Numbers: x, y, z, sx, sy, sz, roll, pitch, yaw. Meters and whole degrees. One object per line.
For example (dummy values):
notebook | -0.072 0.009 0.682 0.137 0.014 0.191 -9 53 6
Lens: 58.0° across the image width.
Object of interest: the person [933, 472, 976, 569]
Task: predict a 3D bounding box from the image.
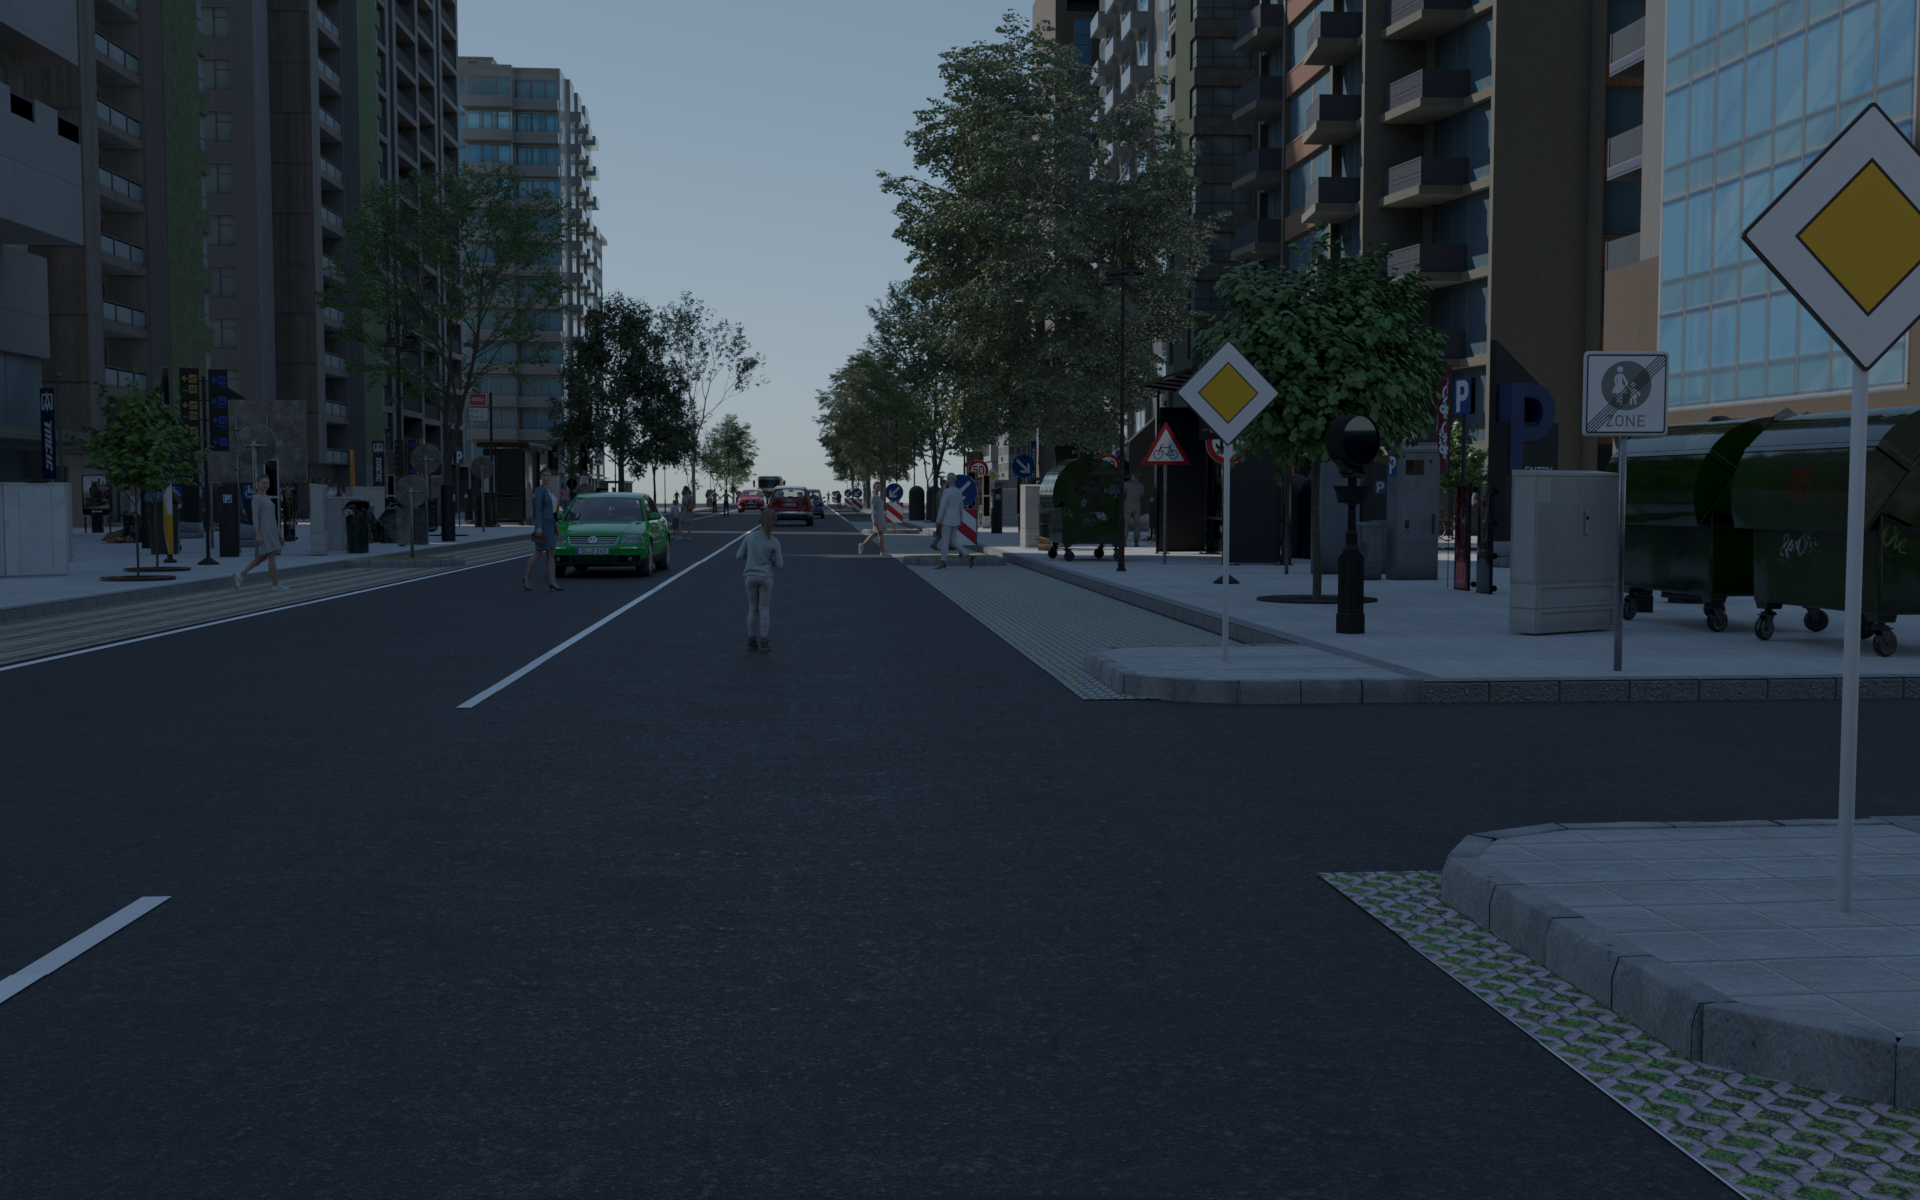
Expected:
person | -0.113 -1.489 32.729 0.818 1.842 0.514 1 4 16

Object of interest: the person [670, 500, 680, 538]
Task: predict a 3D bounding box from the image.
person | -9.291 -2.643 56.396 0.332 1.250 0.352 -1 4 -12

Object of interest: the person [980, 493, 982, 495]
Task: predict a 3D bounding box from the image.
person | 2.653 -11.312 191.824 1.217 1.723 0.721 -1 4 -14

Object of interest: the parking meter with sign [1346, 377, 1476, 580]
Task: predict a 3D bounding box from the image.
parking meter with sign | 6.756 -1.813 25.902 1.738 3.016 0.543 -1 4 -10

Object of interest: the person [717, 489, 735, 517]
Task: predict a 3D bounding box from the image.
person | -14.799 -6.130 109.442 1.217 1.736 0.721 1 4 11

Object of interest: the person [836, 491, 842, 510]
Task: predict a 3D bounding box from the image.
person | -10.588 -8.705 151.746 0.541 1.710 0.530 -1 4 -22

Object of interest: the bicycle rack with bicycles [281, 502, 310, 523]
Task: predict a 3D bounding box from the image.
bicycle rack with bicycles | -30.498 -3.980 78.455 2.925 0.926 2.852 2 4 30

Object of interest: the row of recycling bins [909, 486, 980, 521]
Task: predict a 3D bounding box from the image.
row of recycling bins | -0.766 -4.677 83.575 3.534 1.692 1.069 1 4 12

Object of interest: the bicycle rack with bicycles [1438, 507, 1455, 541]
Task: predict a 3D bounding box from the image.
bicycle rack with bicycles | 12.749 -2.110 47.885 2.925 0.926 2.852 0 4 4

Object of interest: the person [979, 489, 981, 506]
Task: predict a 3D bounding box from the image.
person | 2.154 -11.463 193.430 0.705 1.831 1.348 3 5 44

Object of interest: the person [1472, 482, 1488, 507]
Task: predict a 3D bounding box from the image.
person | 13.636 -2.366 44.705 0.794 1.824 0.713 -1 4 -11

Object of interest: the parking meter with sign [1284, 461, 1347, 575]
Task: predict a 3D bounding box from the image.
parking meter with sign | 6.028 -1.923 27.700 1.738 3.016 0.543 -1 4 -9

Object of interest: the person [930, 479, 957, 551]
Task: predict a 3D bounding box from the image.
person | -0.379 -2.150 43.756 0.767 1.812 0.694 0 4 -2

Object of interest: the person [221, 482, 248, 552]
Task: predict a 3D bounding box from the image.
person | -15.972 -1.948 37.922 0.581 1.822 0.654 2 4 30

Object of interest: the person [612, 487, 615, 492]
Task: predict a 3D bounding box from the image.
person | -22.027 -6.298 109.735 1.217 1.743 0.721 2 4 28

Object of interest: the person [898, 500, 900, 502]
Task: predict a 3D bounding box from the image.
person | -7.508 -12.610 212.953 0.721 1.736 1.217 -3 5 -44

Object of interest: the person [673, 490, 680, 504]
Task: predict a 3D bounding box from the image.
person | -35.287 -12.792 215.742 0.990 1.755 0.434 1 4 23

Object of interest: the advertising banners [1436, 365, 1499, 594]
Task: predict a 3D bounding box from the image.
advertising banners | 6.699 -1.640 22.995 0.090 3.025 2.074 0 4 -5

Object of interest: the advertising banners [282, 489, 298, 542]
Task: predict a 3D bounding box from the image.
advertising banners | -18.319 -3.049 46.042 0.090 3.025 2.074 1 4 16

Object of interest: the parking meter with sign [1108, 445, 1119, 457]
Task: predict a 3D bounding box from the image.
parking meter with sign | 4.612 -3.644 55.836 0.543 3.016 1.738 -2 4 -25

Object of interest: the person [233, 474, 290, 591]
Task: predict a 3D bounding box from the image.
person | -10.270 -0.991 25.448 0.760 1.731 0.466 -2 4 -32

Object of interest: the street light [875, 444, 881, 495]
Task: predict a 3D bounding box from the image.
street light | -6.386 -9.912 134.842 0.468 5.910 1.993 0 4 -5

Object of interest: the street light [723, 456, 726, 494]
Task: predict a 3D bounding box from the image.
street light | -27.277 -13.932 200.577 0.468 5.910 1.993 0 4 -5

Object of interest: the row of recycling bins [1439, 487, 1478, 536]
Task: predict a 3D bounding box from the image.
row of recycling bins | 15.378 -2.847 53.657 3.534 1.692 1.069 0 4 7

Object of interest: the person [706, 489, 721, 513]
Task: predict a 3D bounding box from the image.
person | -18.566 -7.489 130.924 1.348 1.826 0.705 -3 5 -43

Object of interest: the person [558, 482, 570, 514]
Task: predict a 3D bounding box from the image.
person | -17.231 -4.242 75.407 0.555 1.821 0.388 -3 5 -43

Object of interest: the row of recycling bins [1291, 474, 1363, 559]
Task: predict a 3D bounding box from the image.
row of recycling bins | 7.478 -1.639 33.907 1.069 1.692 3.534 -2 4 -33

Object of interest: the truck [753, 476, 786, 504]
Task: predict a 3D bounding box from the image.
truck | -20.513 -11.709 187.372 3.469 3.379 9.791 0 4 -4

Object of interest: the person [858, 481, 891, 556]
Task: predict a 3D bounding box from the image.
person | -1.958 -1.880 39.993 0.760 1.731 0.466 -1 4 -22

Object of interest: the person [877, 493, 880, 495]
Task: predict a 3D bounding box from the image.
person | -11.751 -14.599 245.459 0.721 1.735 1.217 3 5 45

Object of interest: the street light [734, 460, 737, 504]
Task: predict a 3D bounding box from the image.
street light | -29.793 -15.740 230.132 0.468 5.910 1.993 0 4 -5

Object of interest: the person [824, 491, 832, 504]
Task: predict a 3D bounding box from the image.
person | -18.462 -14.330 242.782 1.348 1.826 0.705 -2 4 -25

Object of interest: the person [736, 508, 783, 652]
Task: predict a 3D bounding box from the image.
person | -1.835 -0.188 15.861 0.425 1.301 0.394 -1 4 -9

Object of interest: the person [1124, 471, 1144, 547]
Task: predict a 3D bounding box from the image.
person | 4.148 -2.222 42.185 0.655 1.846 0.447 -1 4 -11

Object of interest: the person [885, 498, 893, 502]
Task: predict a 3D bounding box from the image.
person | -4.678 -6.927 119.989 1.217 1.739 0.721 -2 4 -34

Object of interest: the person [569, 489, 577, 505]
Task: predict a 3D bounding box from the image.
person | -19.030 -4.868 85.417 0.659 1.850 0.755 -3 4 -38

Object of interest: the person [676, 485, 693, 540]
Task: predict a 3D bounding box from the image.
person | -8.515 -2.717 53.924 0.522 1.701 0.512 3 4 36

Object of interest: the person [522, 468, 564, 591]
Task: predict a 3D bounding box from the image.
person | -6.182 -1.049 25.680 0.654 1.822 0.581 2 4 28

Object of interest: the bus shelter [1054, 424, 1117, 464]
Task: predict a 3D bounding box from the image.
bus shelter | 4.177 -4.236 60.547 1.731 3.624 6.357 0 4 -5

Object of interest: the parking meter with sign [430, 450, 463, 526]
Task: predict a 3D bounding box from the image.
parking meter with sign | -20.835 -4.479 69.488 1.738 3.016 0.543 1 4 16

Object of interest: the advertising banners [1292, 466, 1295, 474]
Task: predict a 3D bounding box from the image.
advertising banners | 9.890 -3.652 55.899 2.074 3.025 0.090 0 4 -5

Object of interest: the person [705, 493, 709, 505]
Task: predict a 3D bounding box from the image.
person | -29.849 -12.156 204.815 0.705 1.821 1.348 1 4 18

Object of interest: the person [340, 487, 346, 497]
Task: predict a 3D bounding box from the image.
person | -19.687 -2.858 55.374 0.503 1.515 0.523 3 5 44

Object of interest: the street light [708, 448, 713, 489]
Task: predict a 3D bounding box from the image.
street light | -24.690 -12.146 171.381 0.468 5.910 1.993 0 4 -5

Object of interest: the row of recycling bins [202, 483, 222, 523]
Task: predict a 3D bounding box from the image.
row of recycling bins | -27.177 -3.382 62.401 1.069 1.692 3.534 1 4 19
